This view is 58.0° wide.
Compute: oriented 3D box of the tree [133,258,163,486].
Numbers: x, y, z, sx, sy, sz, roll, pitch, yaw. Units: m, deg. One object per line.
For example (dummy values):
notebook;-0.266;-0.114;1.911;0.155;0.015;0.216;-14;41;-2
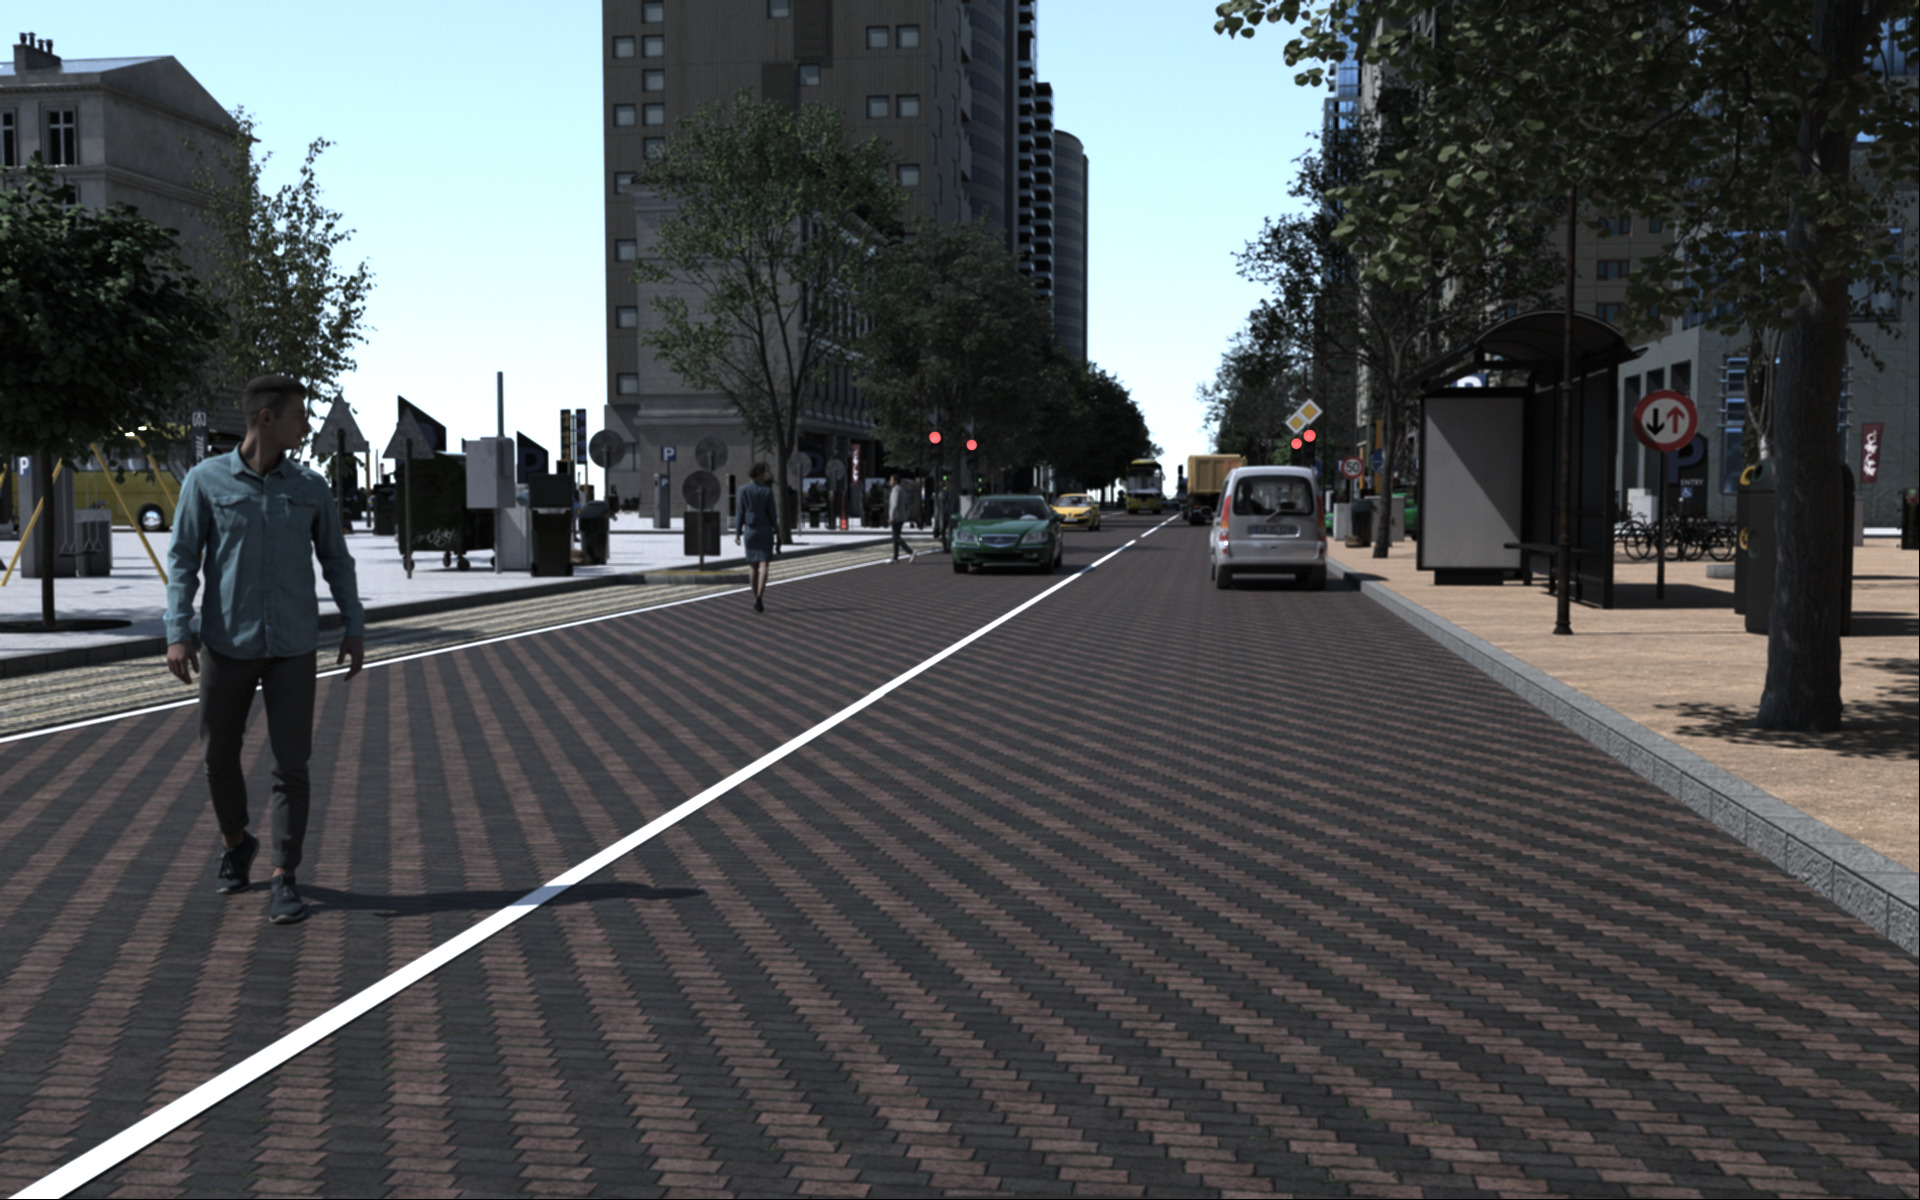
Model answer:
tree;-22.555;-6.122;50.462;4.360;8.622;3.978;0;3;0

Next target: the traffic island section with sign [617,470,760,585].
traffic island section with sign;-4.302;-1.190;28.082;1.989;1.847;2.006;1;4;8

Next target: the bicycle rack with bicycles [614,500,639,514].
bicycle rack with bicycles;-22.036;-6.074;112.688;2.925;0.926;2.852;0;4;-2

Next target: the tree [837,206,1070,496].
tree;-0.289;-10.355;75.958;9.857;13.997;8.962;0;3;0

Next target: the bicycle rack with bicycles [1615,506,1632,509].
bicycle rack with bicycles;17.413;-1.728;41.635;2.925;0.926;2.852;2;4;29

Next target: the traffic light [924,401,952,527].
traffic light;-0.690;-3.881;52.382;0.839;4.253;0.868;1;4;8

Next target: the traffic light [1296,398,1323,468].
traffic light;10.209;-3.785;50.811;0.839;4.253;0.868;1;4;8

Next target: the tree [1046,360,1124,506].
tree;11.024;-13.963;146.420;7.486;12.596;7.792;0;3;0

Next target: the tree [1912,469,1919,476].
tree;35.976;-4.202;63.303;1.663;3.219;1.824;0;3;0

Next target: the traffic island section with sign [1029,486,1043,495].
traffic island section with sign;3.631;-4.510;82.368;1.989;1.847;2.006;1;4;8

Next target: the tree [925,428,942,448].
tree;-0.536;-10.494;121.941;4.737;8.622;4.395;0;3;0

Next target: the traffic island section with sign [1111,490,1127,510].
traffic island section with sign;14.895;-9.223;159.425;1.989;1.847;2.006;1;4;8

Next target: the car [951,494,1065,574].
car;0.951;-1.281;32.737;2.131;1.459;4.920;0;4;6

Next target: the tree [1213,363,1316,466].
tree;22.120;-12.218;125.518;9.928;11.665;9.643;0;3;0

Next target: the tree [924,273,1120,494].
tree;2.106;-10.534;89.239;9.611;12.733;9.660;0;3;0

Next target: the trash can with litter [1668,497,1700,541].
trash can with litter;19.736;-2.231;47.530;1.678;1.210;2.233;2;4;24

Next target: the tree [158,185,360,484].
tree;-16.119;-5.555;41.191;4.360;8.622;3.978;0;3;0

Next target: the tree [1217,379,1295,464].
tree;28.459;-15.143;164.601;9.611;12.733;9.660;0;3;0

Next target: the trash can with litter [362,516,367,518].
trash can with litter;-31.648;-4.927;91.608;2.233;1.210;1.678;-1;4;-9

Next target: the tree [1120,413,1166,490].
tree;22.682;-19.212;231.118;9.611;12.733;9.660;0;3;0

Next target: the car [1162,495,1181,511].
car;18.114;-8.390;149.751;1.945;1.354;3.894;0;4;7

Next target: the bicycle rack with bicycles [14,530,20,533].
bicycle rack with bicycles;-29.518;-2.406;52.723;2.925;0.926;2.852;0;4;-4

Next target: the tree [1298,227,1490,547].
tree;10.665;-5.595;41.835;4.360;8.622;3.978;0;3;0

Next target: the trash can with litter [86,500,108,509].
trash can with litter;-17.386;-1.400;34.273;1.055;1.170;0.624;0;4;-6

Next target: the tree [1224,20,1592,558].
tree;8.719;-6.106;34.240;7.601;10.594;8.767;2;4;32

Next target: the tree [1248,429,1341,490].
tree;16.043;-5.911;80.361;4.285;4.588;4.351;0;3;0

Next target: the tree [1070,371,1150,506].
tree;14.683;-16.644;178.782;9.857;13.997;8.962;0;3;0

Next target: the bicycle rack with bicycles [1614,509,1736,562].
bicycle rack with bicycles;14.052;-1.243;33.711;2.852;0.926;2.925;-1;4;-23

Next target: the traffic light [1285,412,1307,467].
traffic light;11.363;-4.269;58.713;0.839;4.253;0.868;1;4;8

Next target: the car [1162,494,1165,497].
car;31.737;-16.072;272.994;2.015;1.641;3.980;0;4;7

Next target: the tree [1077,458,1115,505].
tree;12.227;-10.550;156.199;4.285;4.588;4.351;0;3;0

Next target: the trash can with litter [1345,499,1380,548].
trash can with litter;9.633;-1.847;41.592;0.624;1.170;1.055;2;4;29

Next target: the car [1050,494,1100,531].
car;4.504;-3.513;67.661;2.015;1.641;3.980;1;4;10

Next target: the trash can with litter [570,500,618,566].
trash can with litter;-6.652;-1.210;31.165;0.624;1.170;1.055;1;4;14

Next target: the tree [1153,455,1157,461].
tree;30.439;-20.337;282.869;4.737;8.622;4.395;0;3;0

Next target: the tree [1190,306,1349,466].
tree;19.921;-12.361;112.469;12.009;13.543;11.850;0;3;0

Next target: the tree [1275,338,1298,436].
tree;14.663;-7.368;70.830;4.360;8.622;3.978;0;3;0

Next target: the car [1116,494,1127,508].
car;15.765;-9.475;163.718;1.959;1.807;4.718;1;4;9

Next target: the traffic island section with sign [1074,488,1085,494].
traffic island section with sign;7.582;-6.162;109.370;1.989;1.847;2.006;1;4;8

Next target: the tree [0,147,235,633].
tree;-8.714;-2.002;16.450;4.285;4.588;4.351;0;3;0

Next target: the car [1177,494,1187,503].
car;33.567;-15.391;261.870;2.015;1.641;3.980;1;4;9

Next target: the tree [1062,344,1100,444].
tree;5.309;-11.608;115.552;9.928;11.665;9.643;0;3;0

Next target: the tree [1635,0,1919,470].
tree;10.996;-4.443;23.005;4.360;8.622;3.978;0;3;0

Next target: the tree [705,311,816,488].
tree;-7.867;-7.218;68.370;4.360;8.622;3.978;0;3;0

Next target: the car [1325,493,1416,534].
car;13.640;-2.775;54.159;4.718;1.807;1.959;1;4;9

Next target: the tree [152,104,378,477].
tree;-13.054;-5.058;33.058;4.737;8.622;4.395;0;3;0

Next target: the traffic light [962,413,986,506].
traffic light;0.465;-4.365;60.284;0.839;4.253;0.868;1;4;8

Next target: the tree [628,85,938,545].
tree;-4.418;-7.209;43.616;9.928;11.665;9.643;0;3;0

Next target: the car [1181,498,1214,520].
car;13.282;-5.299;96.425;2.009;1.686;4.222;1;4;8

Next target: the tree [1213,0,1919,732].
tree;5.040;-5.575;9.271;7.486;12.596;7.792;0;3;0

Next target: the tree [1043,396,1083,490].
tree;7.197;-10.761;126.307;4.360;8.622;3.978;0;3;0
